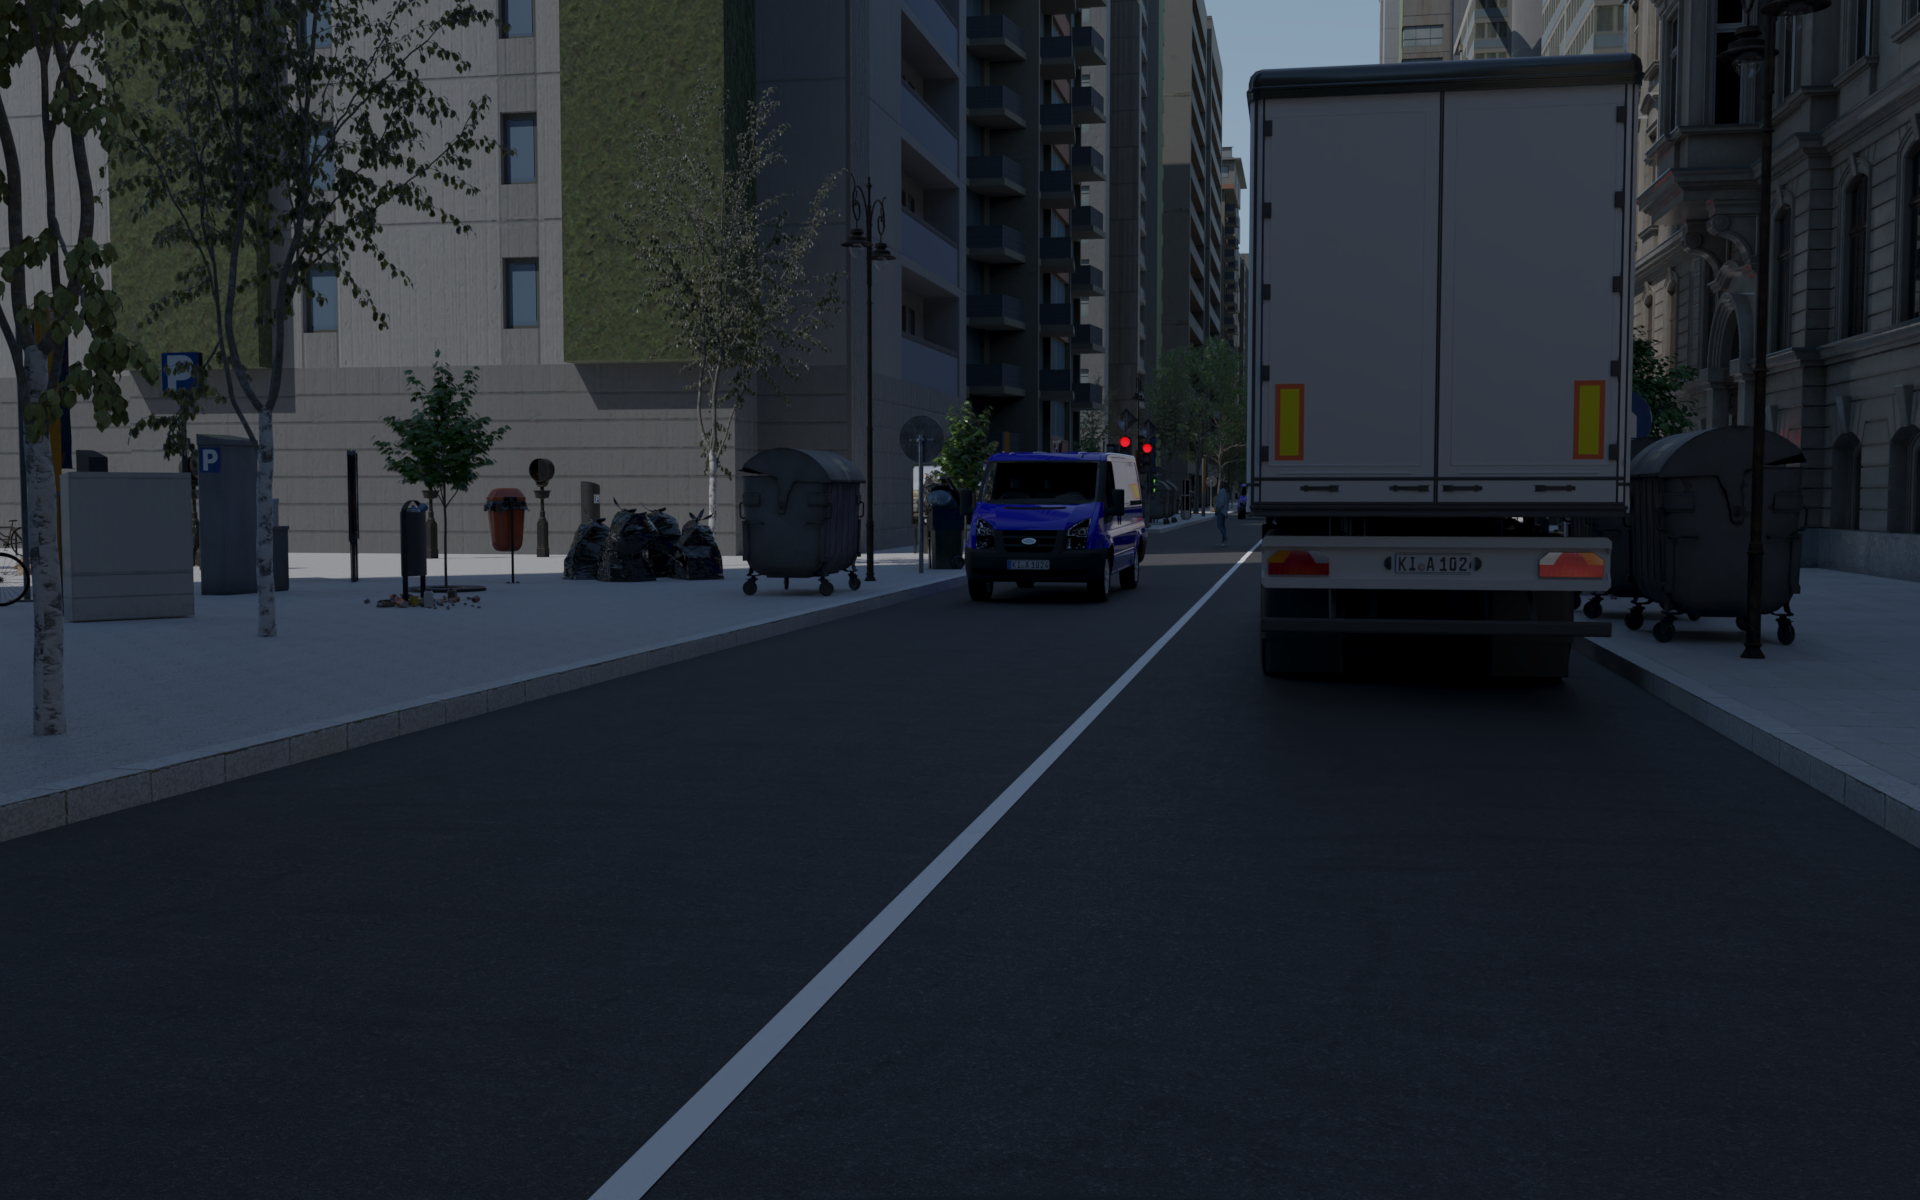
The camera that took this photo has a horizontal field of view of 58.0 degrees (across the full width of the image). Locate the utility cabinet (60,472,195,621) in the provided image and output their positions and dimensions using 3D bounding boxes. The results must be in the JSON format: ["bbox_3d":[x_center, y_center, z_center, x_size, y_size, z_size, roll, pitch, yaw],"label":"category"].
[{"bbox_3d":[-8.496,-0.551,17.686,1.173,1.500,0.318,-3,5,-43],"label":"utility cabinet"}]

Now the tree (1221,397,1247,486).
[{"bbox_3d":[36.212,-18.762,213.410,9.857,13.997,8.962,0,3,0],"label":"tree"}]

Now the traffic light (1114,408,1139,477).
[{"bbox_3d":[5.458,-4.156,56.864,0.839,4.253,0.868,1,4,11],"label":"traffic light"}]

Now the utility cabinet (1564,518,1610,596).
[{"bbox_3d":[8.173,-0.655,21.874,1.020,1.237,0.306,1,4,15],"label":"utility cabinet"}]

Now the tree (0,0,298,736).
[{"bbox_3d":[-4.983,-3.574,8.797,4.737,8.622,4.395,0,3,0],"label":"tree"}]

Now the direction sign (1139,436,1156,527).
[{"bbox_3d":[7.269,-4.604,67.270,0.876,3.537,0.379,-3,4,-39],"label":"direction sign"}]

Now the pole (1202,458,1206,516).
[{"bbox_3d":[13.966,-6.446,99.240,0.158,3.312,0.155,0,3,0],"label":"pole"}]

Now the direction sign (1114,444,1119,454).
[{"bbox_3d":[6.949,-5.315,78.905,0.379,3.537,0.876,3,5,42],"label":"direction sign"}]

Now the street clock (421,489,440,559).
[{"bbox_3d":[-10.486,-1.820,34.324,0.358,2.002,0.471,2,4,35],"label":"street clock"}]

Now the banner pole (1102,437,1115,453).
[{"bbox_3d":[6.486,-5.266,76.123,0.401,3.779,0.863,-3,5,-43],"label":"banner pole"}]

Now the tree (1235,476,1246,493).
[{"bbox_3d":[30.365,-11.731,186.409,1.663,3.219,1.824,0,3,0],"label":"tree"}]

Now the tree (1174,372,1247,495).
[{"bbox_3d":[18.982,-11.651,124.899,7.601,10.594,8.767,0,4,-2],"label":"tree"}]

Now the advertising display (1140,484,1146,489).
[{"bbox_3d":[11.553,-6.200,106.589,0.974,1.923,0.123,1,4,10],"label":"advertising display"}]

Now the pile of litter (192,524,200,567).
[{"bbox_3d":[-13.838,-1.034,30.877,1.719,0.858,1.176,0,4,-1],"label":"pile of litter"}]

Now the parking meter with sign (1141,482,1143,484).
[{"bbox_3d":[11.143,-6.828,107.906,1.738,3.016,0.543,2,4,23],"label":"parking meter with sign"}]

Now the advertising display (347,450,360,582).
[{"bbox_3d":[-8.946,-1.244,25.552,0.123,1.923,0.974,-1,4,-17],"label":"advertising display"}]

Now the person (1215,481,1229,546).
[{"bbox_3d":[7.261,-2.388,47.805,0.793,1.790,0.793,-1,4,-11],"label":"person"}]

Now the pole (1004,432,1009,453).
[{"bbox_3d":[1.538,-3.857,56.898,0.158,3.312,0.155,0,3,0],"label":"pole"}]

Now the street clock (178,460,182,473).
[{"bbox_3d":[-14.605,-1.741,33.034,0.471,2.002,0.358,-3,5,-40],"label":"street clock"}]

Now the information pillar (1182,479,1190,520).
[{"bbox_3d":[11.340,-5.042,86.921,0.304,2.012,0.304,-1,4,-22],"label":"information pillar"}]

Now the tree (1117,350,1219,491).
[{"bbox_3d":[10.786,-8.522,89.696,4.360,8.622,3.978,0,3,0],"label":"tree"}]

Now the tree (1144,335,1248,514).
[{"bbox_3d":[15.523,-11.414,112.369,9.928,11.665,9.643,0,3,0],"label":"tree"}]

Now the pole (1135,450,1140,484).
[{"bbox_3d":[8.222,-5.286,80.275,0.158,3.312,0.155,0,3,0],"label":"pole"}]

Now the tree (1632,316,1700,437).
[{"bbox_3d":[10.515,-2.773,29.050,4.285,4.588,4.351,0,3,0],"label":"tree"}]

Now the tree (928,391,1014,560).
[{"bbox_3d":[0.240,-2.319,32.520,1.663,3.219,1.824,0,3,0],"label":"tree"}]

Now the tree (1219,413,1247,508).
[{"bbox_3d":[20.173,-11.212,133.683,4.360,8.622,3.978,0,3,0],"label":"tree"}]

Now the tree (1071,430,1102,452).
[{"bbox_3d":[4.042,-3.523,52.200,1.663,3.219,1.824,0,3,0],"label":"tree"}]

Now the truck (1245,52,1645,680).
[{"bbox_3d":[4.172,-1.702,16.749,2.839,4.237,11.283,1,4,11],"label":"truck"}]

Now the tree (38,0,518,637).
[{"bbox_3d":[-6.216,-3.989,15.590,4.360,8.622,3.978,0,3,0],"label":"tree"}]

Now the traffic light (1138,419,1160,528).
[{"bbox_3d":[7.029,-4.634,64.693,0.839,4.253,0.868,1,4,11],"label":"traffic light"}]

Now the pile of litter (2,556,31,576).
[{"bbox_3d":[-14.755,-0.864,28.093,1.176,0.858,1.719,2,4,30],"label":"pile of litter"}]

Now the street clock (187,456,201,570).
[{"bbox_3d":[-12.693,-1.504,29.160,0.358,2.002,0.471,1,4,13],"label":"street clock"}]

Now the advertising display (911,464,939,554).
[{"bbox_3d":[-0.592,-1.946,37.029,0.974,1.923,0.123,2,4,29],"label":"advertising display"}]

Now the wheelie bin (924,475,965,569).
[{"bbox_3d":[-0.260,-1.330,29.661,0.693,1.594,0.980,-1,4,-10],"label":"wheelie bin"}]

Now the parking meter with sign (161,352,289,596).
[{"bbox_3d":[-9.335,-1.584,22.166,0.543,3.016,1.738,1,4,16],"label":"parking meter with sign"}]

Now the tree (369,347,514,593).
[{"bbox_3d":[-6.877,-1.736,22.984,1.663,3.219,1.824,0,3,0],"label":"tree"}]

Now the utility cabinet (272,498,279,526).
[{"bbox_3d":[-10.438,-0.891,25.722,0.306,1.237,1.020,-3,5,-41],"label":"utility cabinet"}]

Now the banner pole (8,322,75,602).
[{"bbox_3d":[-11.035,-1.882,20.793,0.401,3.779,0.863,2,4,30],"label":"banner pole"}]

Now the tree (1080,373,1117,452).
[{"bbox_3d":[7.620,-9.374,103.631,4.360,8.622,3.978,0,3,0],"label":"tree"}]

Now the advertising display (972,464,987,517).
[{"bbox_3d":[0.728,-1.816,34.911,0.974,1.923,0.123,-1,4,-18],"label":"advertising display"}]

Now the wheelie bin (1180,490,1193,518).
[{"bbox_3d":[12.130,-5.191,92.781,0.693,1.594,0.980,0,4,2],"label":"wheelie bin"}]

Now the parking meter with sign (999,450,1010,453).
[{"bbox_3d":[1.193,-4.466,69.272,0.543,3.016,1.738,-3,5,-45],"label":"parking meter with sign"}]

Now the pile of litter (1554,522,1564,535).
[{"bbox_3d":[19.201,-2.431,53.707,1.719,0.858,1.176,2,4,34],"label":"pile of litter"}]

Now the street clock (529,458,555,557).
[{"bbox_3d":[-8.476,-1.870,35.147,0.471,2.002,0.358,1,4,18],"label":"street clock"}]

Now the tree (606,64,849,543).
[{"bbox_3d":[-4.207,-4.924,30.872,4.360,8.622,3.978,0,3,0],"label":"tree"}]
